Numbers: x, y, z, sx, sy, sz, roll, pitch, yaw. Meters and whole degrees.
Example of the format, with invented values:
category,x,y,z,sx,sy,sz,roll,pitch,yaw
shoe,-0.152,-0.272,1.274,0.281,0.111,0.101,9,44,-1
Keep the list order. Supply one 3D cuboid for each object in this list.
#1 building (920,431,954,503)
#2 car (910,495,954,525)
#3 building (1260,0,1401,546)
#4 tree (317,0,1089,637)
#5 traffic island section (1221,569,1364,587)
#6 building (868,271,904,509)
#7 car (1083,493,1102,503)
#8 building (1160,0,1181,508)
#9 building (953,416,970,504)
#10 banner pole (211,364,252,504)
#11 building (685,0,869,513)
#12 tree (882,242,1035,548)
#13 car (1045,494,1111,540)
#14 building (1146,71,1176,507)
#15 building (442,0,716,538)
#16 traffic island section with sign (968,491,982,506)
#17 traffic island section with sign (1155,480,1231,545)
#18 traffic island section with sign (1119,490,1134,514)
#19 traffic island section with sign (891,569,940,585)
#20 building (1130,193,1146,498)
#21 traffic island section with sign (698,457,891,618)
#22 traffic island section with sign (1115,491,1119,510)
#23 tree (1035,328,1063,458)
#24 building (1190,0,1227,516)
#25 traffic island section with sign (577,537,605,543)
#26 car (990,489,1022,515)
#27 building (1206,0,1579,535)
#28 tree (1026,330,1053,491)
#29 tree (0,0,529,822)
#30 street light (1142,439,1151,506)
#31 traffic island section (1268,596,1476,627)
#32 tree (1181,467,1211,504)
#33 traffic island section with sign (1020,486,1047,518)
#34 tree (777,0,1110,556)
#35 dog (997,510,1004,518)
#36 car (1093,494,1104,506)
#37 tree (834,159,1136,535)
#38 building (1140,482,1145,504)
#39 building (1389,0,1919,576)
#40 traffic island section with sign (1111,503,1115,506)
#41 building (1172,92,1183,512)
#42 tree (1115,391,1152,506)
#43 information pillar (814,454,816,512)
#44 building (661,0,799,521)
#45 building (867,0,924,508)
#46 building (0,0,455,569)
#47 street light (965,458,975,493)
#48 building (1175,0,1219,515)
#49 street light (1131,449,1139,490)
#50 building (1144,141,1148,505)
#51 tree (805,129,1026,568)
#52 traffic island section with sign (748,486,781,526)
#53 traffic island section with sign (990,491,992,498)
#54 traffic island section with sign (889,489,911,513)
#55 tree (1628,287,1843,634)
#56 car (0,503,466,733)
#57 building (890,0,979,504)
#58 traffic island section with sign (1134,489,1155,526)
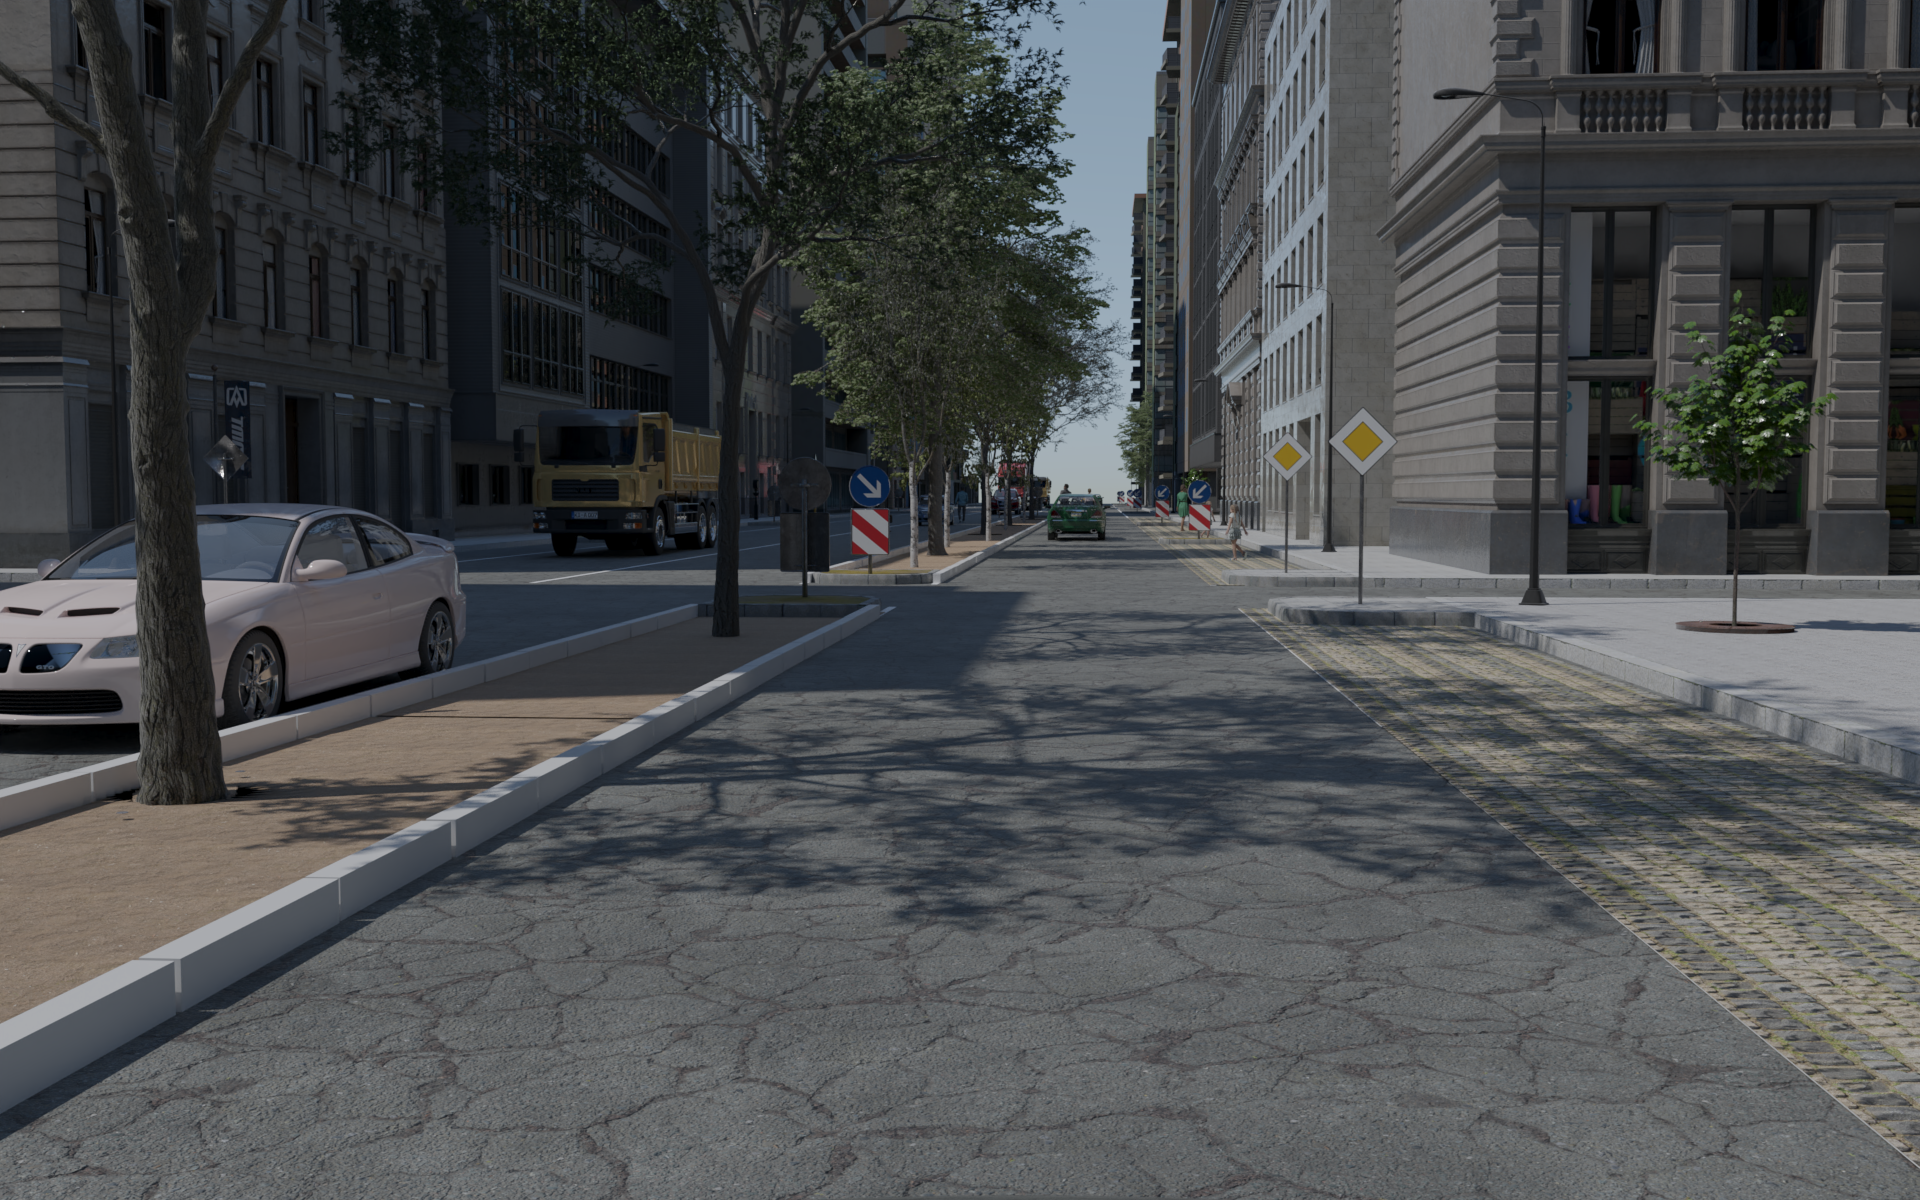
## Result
category,x,y,z,sx,sy,sz,roll,pitch,yaw
building,-8.267,-25.905,195.250,14.160,30.474,14.107,0,4,5
car,-1.236,-4.109,79.184,2.014,1.417,4.499,0,4,4
building,14.781,-11.938,49.942,10.420,20.320,16.860,0,4,5
tree,-2.398,-4.882,16.695,8.767,10.594,7.601,0,4,5
traffic island section,5.316,-0.358,28.130,2.009,0.180,2.903,0,4,5
building,-19.948,-18.143,141.678,27.650,21.520,28.899,0,4,5
car,7.242,-5.571,100.873,2.009,1.686,4.222,0,4,6
building,28.354,-30.172,147.943,22.147,44.769,28.867,0,4,5
building,-10.295,-34.413,217.278,22.147,44.769,28.867,0,4,5
banner pole,-14.175,-2.667,33.624,0.863,3.779,0.401,-2,4,-31
building,-18.101,-30.075,115.424,21.300,48.544,21.600,0,4,5
tree,-0.368,-5.716,46.274,4.737,8.622,4.395,0,3,0
car,3.740,-2.654,55.189,2.131,1.459,4.920,0,4,5
building,26.033,-29.790,170.667,14.154,41.232,14.086,0,4,5
building,-18.977,-14.880,62.347,14.314,24.678,30.058,0,4,5
traffic island section with sign,2.006,-12.400,211.360,1.989,1.847,2.006,0,4,5
traffic island section with sign,6.722,-2.513,49.723,1.989,1.847,2.006,0,4,5
traffic island section with sign,12.939,-7.278,127.621,1.989,1.847,2.006,0,4,5
traffic island section with sign,-1.385,-1.235,28.323,2.006,1.907,1.989,0,4,5
building,35.399,-36.181,246.181,22.147,44.769,28.867,0,4,5
traffic island section with sign,-1.985,-0.783,20.940,2.006,1.907,1.989,0,4,5
traffic island section with sign,15.085,-8.924,154.537,1.989,1.847,2.006,0,4,5
tree,1.812,-7.133,69.451,4.737,8.622,4.395,0,3,0
building,19.798,-18.147,90.203,14.314,27.812,24.014,0,4,5
traffic island section with sign,-10.727,-2.651,51.976,1.989,1.847,2.006,0,4,5
car,3.219,-6.907,121.605,2.281,1.827,5.304,0,4,5
building,15.876,-14.663,68.616,11.050,23.489,19.941,0,4,5
tree,0.864,-6.057,51.853,4.360,8.622,3.978,0,3,0
tree,-3.739,-4.873,7.894,9.928,11.665,9.643,0,3,0
street light,16.357,-10.689,147.303,1.470,5.913,1.316,0,4,5
traffic island section,4.680,0.129,20.170,2.009,0.180,2.903,0,4,5
tree,14.093,-6.743,104.852,1.663,3.219,1.824,0,3,0
traffic island section with sign,4.590,-5.816,103.224,2.006,1.907,1.989,0,4,5
tree,-0.484,-7.269,39.438,7.486,12.596,7.792,0,3,0
dog,2.491,-5.141,103.336,0.406,0.507,0.540,3,5,40
car,16.627,-12.304,212.960,2.131,1.459,4.920,0,4,6
tree,0.849,-9.001,60.000,12.009,13.543,11.850,0,3,0
building,39.151,-32.236,218.939,32.217,40.220,23.993,0,4,5
building,18.017,-12.355,30.886,19.941,23.489,11.050,0,4,5
traffic island section with sign,19.522,-12.314,209.968,1.989,1.847,2.006,0,4,5
building,22.687,-21.750,127.315,14.160,30.474,14.107,0,4,5
tree,20.656,-16.613,189.742,7.486,12.596,7.792,0,3,0
information pillar,-8.402,-6.682,100.604,0.183,3.616,0.504,0,4,1
building,-16.492,-17.929,90.397,12.463,27.353,25.104,0,4,5
building,-10.948,-31.297,161.812,14.600,45.320,14.200,0,4,5
building,-19.210,-11.568,38.284,9.793,20.994,18.267,0,4,5
street light,1.276,-15.200,221.055,1.470,5.913,1.316,0,4,5
building,21.581,-28.298,112.777,14.600,45.320,14.200,0,4,5
street light,18.756,-12.636,179.131,1.470,5.913,1.316,0,4,5
building,28.495,-31.613,200.473,14.154,41.232,14.086,0,4,5
tree,-0.888,-4.910,33.098,4.360,8.622,3.978,0,3,0
traffic island section with sign,-8.541,-4.320,79.256,1.989,1.847,2.006,0,4,5
traffic island section with sign,4.173,-14.057,238.453,1.989,1.847,2.006,0,4,5
traffic island section with sign,-4.556,-7.381,129.299,1.989,1.847,2.006,0,4,5
tree,7.357,-1.333,16.391,1.663,3.219,1.824,0,3,0
car,-4.950,0.033,11.820,2.083,1.381,4.827,0,4,5
building,-7.819,-49.129,241.514,20.563,71.187,20.611,0,4,5
traffic island section with sign,8.954,-4.234,77.854,1.989,1.847,2.006,0,4,5
